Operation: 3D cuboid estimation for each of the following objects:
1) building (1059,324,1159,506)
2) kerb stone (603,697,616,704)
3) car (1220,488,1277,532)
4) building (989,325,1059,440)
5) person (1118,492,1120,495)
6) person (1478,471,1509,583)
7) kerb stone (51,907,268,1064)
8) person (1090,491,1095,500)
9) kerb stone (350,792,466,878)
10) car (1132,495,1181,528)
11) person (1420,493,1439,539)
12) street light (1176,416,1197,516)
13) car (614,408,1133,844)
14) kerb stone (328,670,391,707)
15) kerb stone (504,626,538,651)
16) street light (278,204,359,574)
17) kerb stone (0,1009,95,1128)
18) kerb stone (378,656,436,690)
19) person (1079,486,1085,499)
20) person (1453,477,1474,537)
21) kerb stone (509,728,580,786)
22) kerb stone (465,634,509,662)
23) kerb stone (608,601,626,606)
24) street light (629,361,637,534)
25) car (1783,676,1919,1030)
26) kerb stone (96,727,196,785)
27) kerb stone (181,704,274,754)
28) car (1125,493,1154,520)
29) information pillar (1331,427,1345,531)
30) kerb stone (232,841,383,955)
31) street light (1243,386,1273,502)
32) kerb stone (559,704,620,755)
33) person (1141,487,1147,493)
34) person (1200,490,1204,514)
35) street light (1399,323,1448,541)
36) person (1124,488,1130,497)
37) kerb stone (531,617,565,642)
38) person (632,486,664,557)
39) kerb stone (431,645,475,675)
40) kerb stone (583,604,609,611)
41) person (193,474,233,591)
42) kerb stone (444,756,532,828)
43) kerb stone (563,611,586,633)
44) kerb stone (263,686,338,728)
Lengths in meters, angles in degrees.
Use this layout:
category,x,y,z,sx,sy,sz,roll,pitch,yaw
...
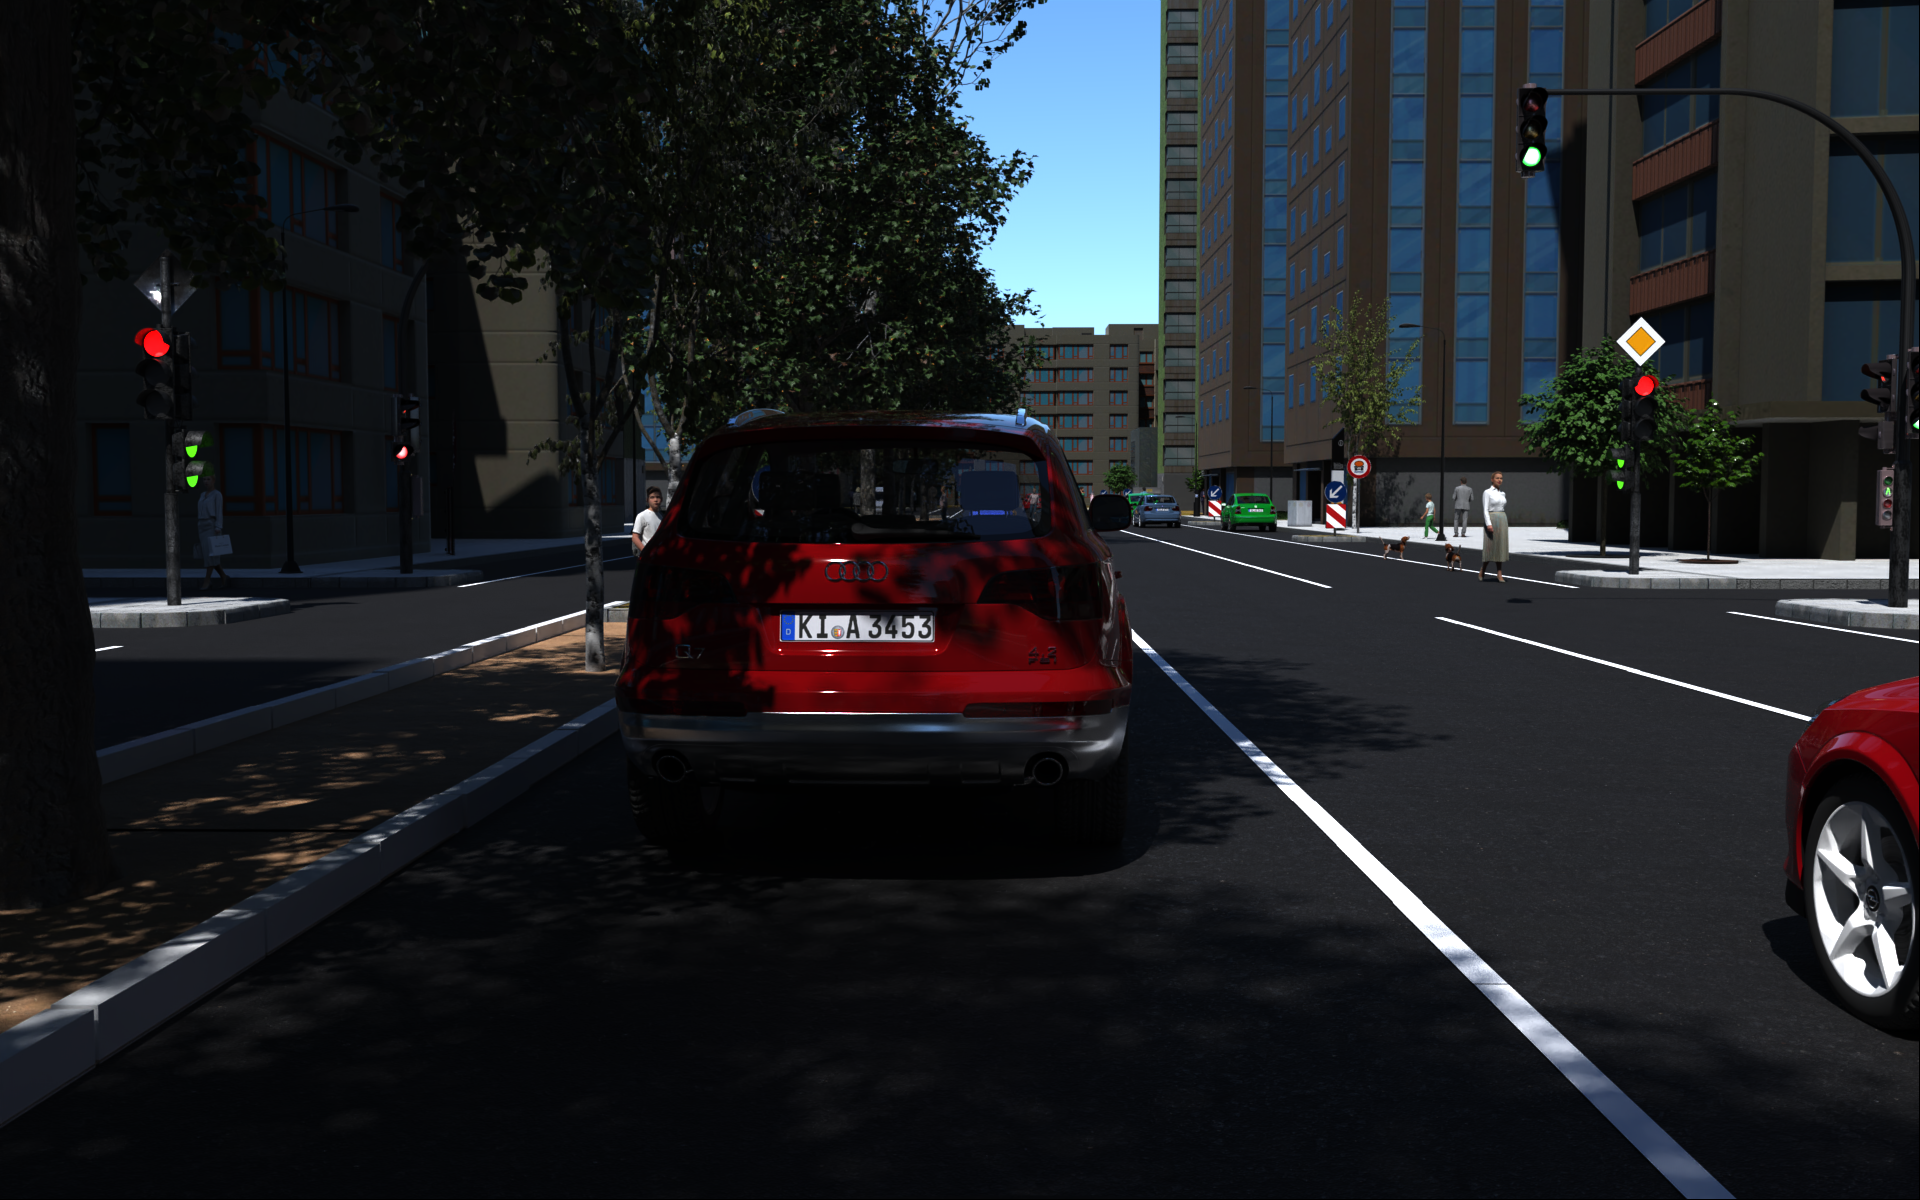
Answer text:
category,x,y,z,sx,sy,sz,roll,pitch,yaw
building,25.150,-21.812,201.660,28.899,21.520,27.650,0,4,1
kerb stone,-2.118,0.685,10.991,0.120,0.150,1.000,0,4,1
car,11.145,-3.560,67.000,1.959,1.807,4.718,0,4,2
building,-3.734,-21.883,202.831,28.899,21.520,27.650,0,4,1
person,16.045,-10.346,175.982,0.721,1.735,1.217,0,4,6
person,8.654,-1.188,28.147,0.478,1.798,0.641,-1,4,-12
kerb stone,-2.214,1.061,4.849,0.120,0.150,1.000,0,4,1
person,13.331,-10.086,174.070,0.551,1.740,0.621,3,5,40
kerb stone,-2.190,0.936,6.894,0.120,0.150,1.000,0,4,1
car,8.473,-3.828,74.591,2.014,1.417,4.499,0,4,0
person,13.404,-2.384,49.264,0.590,1.304,0.306,1,4,23
street light,13.450,-7.958,102.654,1.470,5.913,1.316,0,4,1
car,-0.252,0.001,8.664,2.281,1.827,5.304,0,4,3
kerb stone,-4.200,0.631,12.018,0.120,0.150,1.000,0,4,1
kerb stone,-4.138,0.374,16.119,0.120,0.150,1.000,0,4,1
street light,-10.316,-3.386,27.901,1.470,5.913,1.316,0,4,1
kerb stone,-2.228,1.126,3.826,0.120,0.150,1.000,0,4,1
kerb stone,-4.185,0.560,13.040,0.120,0.150,1.000,0,4,1
person,5.784,-4.523,82.692,0.529,1.795,0.600,2,4,24
person,14.953,-2.773,51.586,0.606,1.804,0.583,0,4,3
kerb stone,-2.153,0.814,8.938,0.120,0.150,1.000,0,4,1
kerb stone,-4.152,0.435,15.088,0.120,0.150,1.000,0,4,1
kerb stone,-4.064,0.121,20.222,0.120,0.150,1.000,0,4,1
street light,-9.902,-5.073,55.488,1.470,5.913,1.316,0,4,1
car,3.323,0.346,3.376,2.155,1.783,4.494,0,4,0
kerb stone,-4.252,0.811,8.952,0.120,0.150,1.000,0,4,1
kerb stone,-4.233,0.747,9.974,0.120,0.150,1.000,0,4,1
car,8.660,-4.577,83.634,1.959,1.807,4.718,0,4,-1
information pillar,13.262,-4.246,60.774,0.504,3.616,0.183,-2,4,-25
kerb stone,-2.200,1.001,5.871,0.120,0.150,1.000,0,4,1
street light,12.922,-6.257,74.847,1.470,5.913,1.316,0,4,1
kerb stone,-2.137,0.748,9.969,0.120,0.150,1.000,0,4,1
person,10.224,-5.362,96.181,0.660,1.820,0.620,-1,4,-23
person,15.237,-6.194,107.760,0.683,1.767,0.568,1,4,10
street light,12.636,-4.570,47.258,1.470,5.913,1.316,0,4,1
person,14.933,-8.978,152.931,1.348,1.812,0.705,-3,5,-41
kerb stone,-4.118,0.309,17.148,0.120,0.150,1.000,0,4,1
person,-3.042,-0.382,17.346,0.523,1.515,0.503,0,4,1
kerb stone,-4.170,0.507,14.062,0.120,0.150,1.000,0,4,1
kerb stone,-4.086,0.183,19.196,0.120,0.150,1.000,0,4,1
person,-11.151,-1.042,25.895,0.694,1.780,0.624,3,5,43
kerb stone,-2.162,0.875,7.916,0.120,0.150,1.000,0,4,1
kerb stone,-4.102,0.246,18.174,0.120,0.150,1.000,0,4,1
kerb stone,-4.215,0.690,10.996,0.120,0.150,1.000,0,4,1
